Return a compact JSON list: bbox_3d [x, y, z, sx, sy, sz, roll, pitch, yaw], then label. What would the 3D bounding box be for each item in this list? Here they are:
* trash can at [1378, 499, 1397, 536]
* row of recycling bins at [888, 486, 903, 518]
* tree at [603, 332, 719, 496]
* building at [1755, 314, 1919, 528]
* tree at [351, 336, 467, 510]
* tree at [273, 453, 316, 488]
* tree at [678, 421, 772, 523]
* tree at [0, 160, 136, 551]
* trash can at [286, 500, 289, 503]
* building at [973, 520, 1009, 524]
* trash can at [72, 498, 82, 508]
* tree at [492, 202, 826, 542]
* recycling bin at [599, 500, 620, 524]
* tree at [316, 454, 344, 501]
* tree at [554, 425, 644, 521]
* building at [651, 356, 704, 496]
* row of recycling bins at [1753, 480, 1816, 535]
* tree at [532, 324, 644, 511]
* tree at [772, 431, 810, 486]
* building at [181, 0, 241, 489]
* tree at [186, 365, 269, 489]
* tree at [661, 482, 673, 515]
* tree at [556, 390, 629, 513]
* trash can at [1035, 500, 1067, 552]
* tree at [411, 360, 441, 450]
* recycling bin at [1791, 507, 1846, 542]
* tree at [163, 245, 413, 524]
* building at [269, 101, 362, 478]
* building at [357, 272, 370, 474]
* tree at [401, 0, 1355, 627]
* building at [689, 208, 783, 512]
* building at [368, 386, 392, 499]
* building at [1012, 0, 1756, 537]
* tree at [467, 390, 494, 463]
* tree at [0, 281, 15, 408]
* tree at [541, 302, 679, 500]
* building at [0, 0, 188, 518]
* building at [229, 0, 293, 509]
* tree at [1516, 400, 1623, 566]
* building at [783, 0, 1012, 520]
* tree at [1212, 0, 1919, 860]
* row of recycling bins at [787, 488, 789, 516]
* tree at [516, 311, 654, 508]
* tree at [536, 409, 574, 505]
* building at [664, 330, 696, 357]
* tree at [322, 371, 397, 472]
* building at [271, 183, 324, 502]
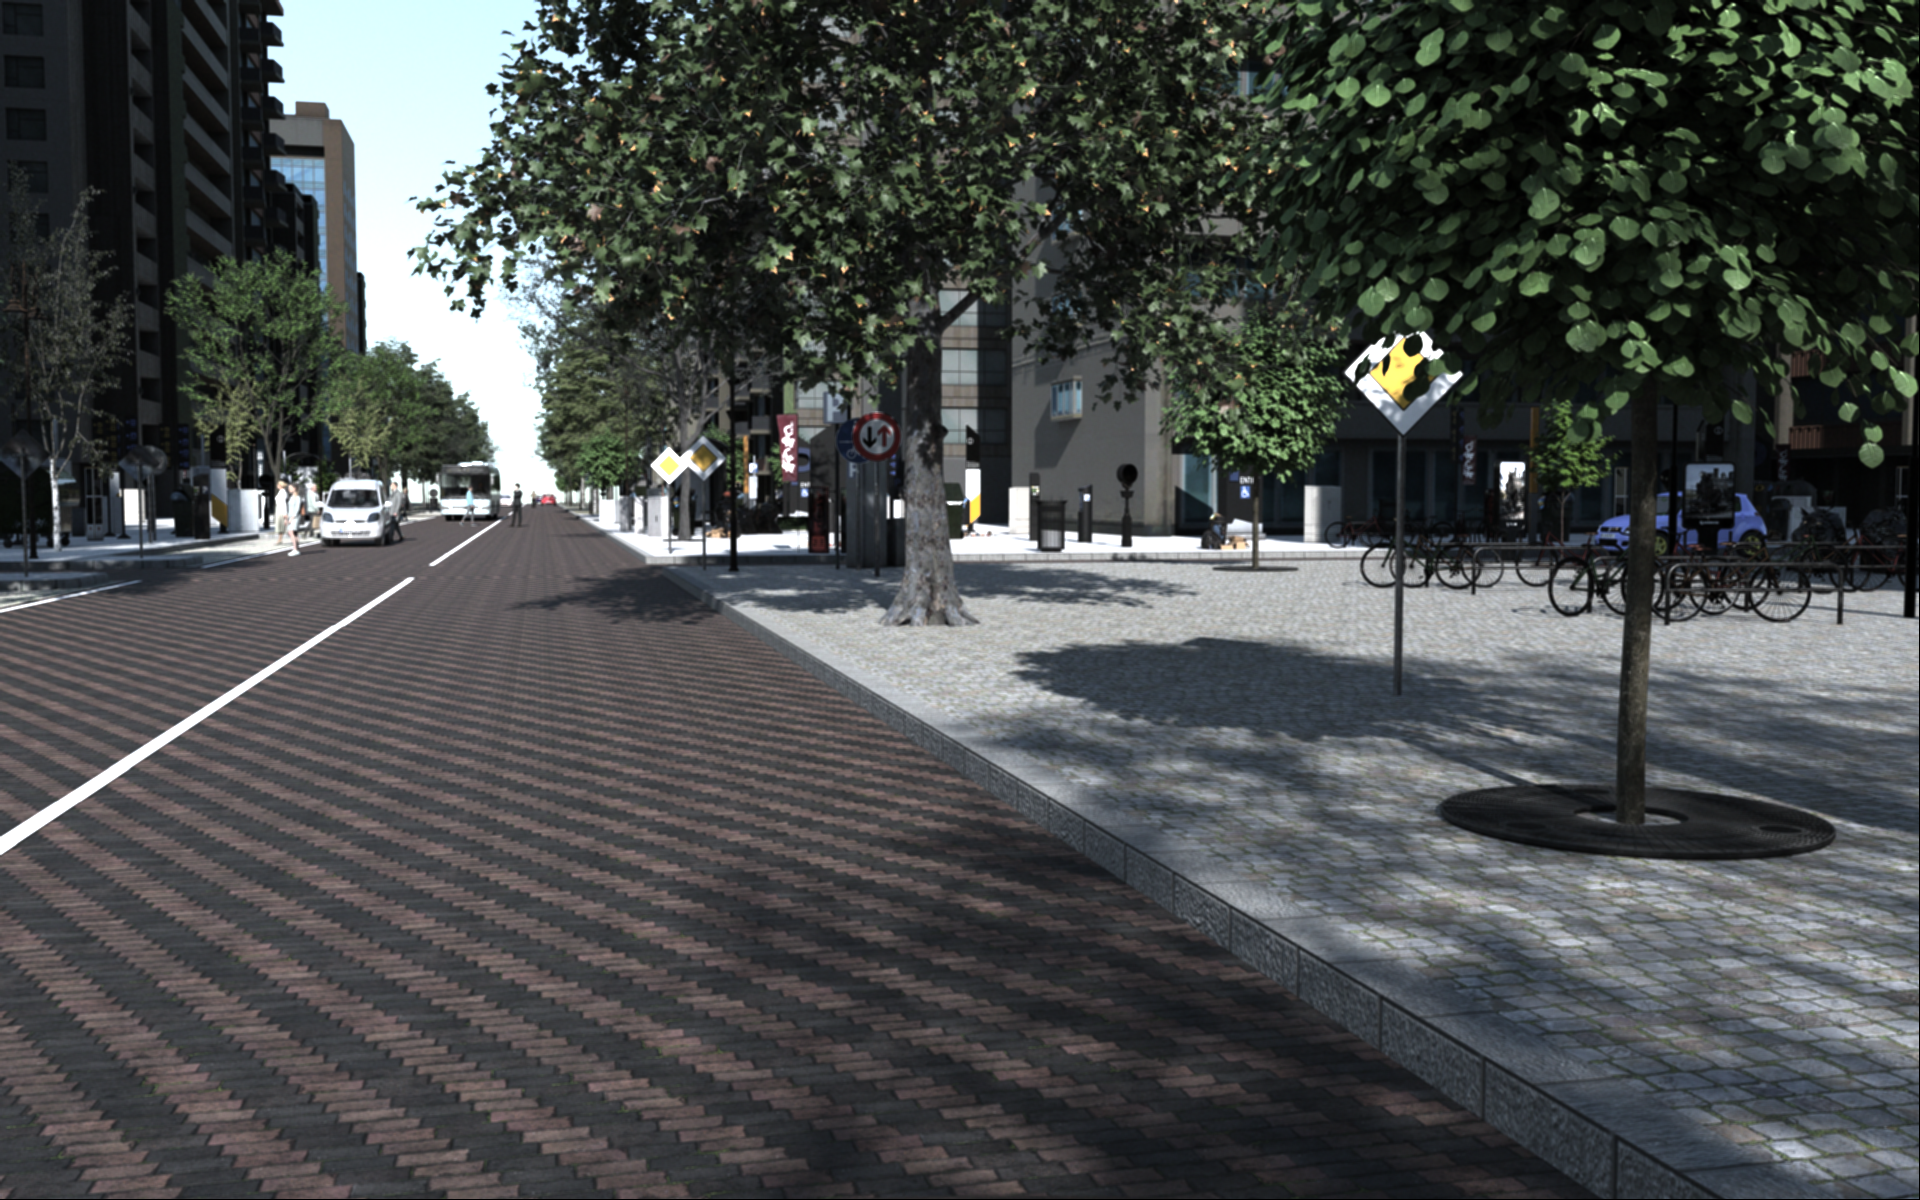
[{"bbox_3d":[13.094,-2.518,52.817,0.748,1.137,0.748,0,3,0],"label":"trash can"},{"bbox_3d":[-2.980,-5.194,92.039,1.069,1.692,3.534,1,4,19],"label":"row of recycling bins"},{"bbox_3d":[-9.723,-6.539,57.275,4.360,8.622,3.978,0,3,0],"label":"tree"},{"bbox_3d":[46.037,-25.329,68.753,28.867,44.769,22.147,-1,4,-14],"label":"building"},{"bbox_3d":[-44.392,-14.172,138.368,9.857,13.997,8.962,0,3,0],"label":"tree"},{"bbox_3d":[-31.277,-5.288,81.053,1.663,3.219,1.824,0,3,0],"label":"tree"},{"bbox_3d":[-11.084,-5.789,78.363,4.285,4.588,4.351,0,3,0],"label":"tree"},{"bbox_3d":[-20.204,-5.387,38.433,4.360,8.622,3.978,0,3,0],"label":"tree"},{"bbox_3d":[-29.412,-3.952,76.261,0.748,1.137,0.748,0,3,0],"label":"trash can"},{"bbox_3d":[4.216,-24.341,81.575,14.154,41.232,14.086,-1,4,-14],"label":"building"},{"bbox_3d":[-36.422,-3.636,71.103,0.748,1.137,0.748,0,3,0],"label":"trash can"},{"bbox_3d":[-7.371,-8.348,46.853,12.009,13.543,11.850,0,3,0],"label":"tree"},{"bbox_3d":[-15.042,-3.790,74.526,0.722,1.027,0.722,1,4,16],"label":"recycling bin"},{"bbox_3d":[-30.567,-5.428,83.357,1.663,3.219,1.824,0,3,0],"label":"tree"},{"bbox_3d":[-16.742,-6.009,81.966,4.285,4.588,4.351,0,3,0],"label":"tree"},{"bbox_3d":[-27.488,-23.789,233.982,27.650,21.520,28.899,-1,4,-14],"label":"building"},{"bbox_3d":[25.595,-2.854,53.779,1.069,1.692,3.534,0,4,7],"label":"row of recycling bins"},{"bbox_3d":[-27.415,-13.689,130.466,9.857,13.997,8.962,0,3,0],"label":"tree"},{"bbox_3d":[-8.582,-6.569,91.125,4.285,4.588,4.351,0,3,0],"label":"tree"},{"bbox_3d":[-60.159,-29.856,111.847,21.300,48.544,21.600,-1,4,-14],"label":"building"},{"bbox_3d":[-40.080,-8.879,95.536,4.737,8.622,4.395,0,3,0],"label":"tree"},{"bbox_3d":[-17.053,-6.761,105.136,1.663,3.219,1.824,0,3,0],"label":"tree"},{"bbox_3d":[-24.005,-10.059,114.834,4.737,8.622,4.395,0,3,0],"label":"tree"},{"bbox_3d":[2.018,-1.632,38.343,0.748,1.137,0.748,0,3,0],"label":"trash can"},{"bbox_3d":[-40.786,-12.012,122.147,9.928,11.665,9.643,0,3,0],"label":"tree"},{"bbox_3d":[17.014,-1.332,34.338,0.722,1.027,0.722,-2,4,-26],"label":"recycling bin"},{"bbox_3d":[-29.236,-9.042,73.585,9.928,11.665,9.643,0,3,0],"label":"tree"},{"bbox_3d":[-77.834,-33.695,201.016,14.600,45.320,14.200,-1,4,-14],"label":"building"},{"bbox_3d":[-81.586,-27.119,215.098,14.160,30.474,14.107,-1,4,-14],"label":"building"},{"bbox_3d":[-0.436,-6.102,16.780,9.611,12.733,9.660,0,3,0],"label":"tree"},{"bbox_3d":[-14.075,-31.146,163.857,22.147,44.769,28.867,-1,4,-14],"label":"building"},{"bbox_3d":[-92.968,-23.848,234.948,27.650,21.520,28.899,-1,4,-14],"label":"building"},{"bbox_3d":[13.204,-26.870,63.033,21.600,48.544,21.300,-1,4,-14],"label":"building"},{"bbox_3d":[-54.354,-16.813,181.543,9.857,13.997,8.962,0,3,0],"label":"tree"},{"bbox_3d":[-15.360,-6.218,18.673,9.611,12.733,9.660,0,3,0],"label":"tree"},{"bbox_3d":[-17.952,-10.534,90.353,7.486,12.596,7.792,0,3,0],"label":"tree"},{"bbox_3d":[-49.314,-19.524,90.923,14.160,30.474,14.107,-1,4,-14],"label":"building"},{"bbox_3d":[-65.749,-29.481,136.639,22.147,44.769,28.867,-1,4,-14],"label":"building"},{"bbox_3d":[10.376,-2.151,29.775,1.663,3.219,1.824,0,3,0],"label":"tree"},{"bbox_3d":[-3.747,-25.611,102.333,14.154,41.232,14.086,-1,4,-14],"label":"building"},{"bbox_3d":[2.625,-1.396,6.547,4.285,4.588,4.351,0,3,0],"label":"tree"},{"bbox_3d":[-6.214,-4.315,77.667,3.534,1.692,1.069,2,4,25],"label":"row of recycling bins"},{"bbox_3d":[-33.588,-18.310,155.264,12.611,20.169,13.585,0,3,0],"label":"tree"},{"bbox_3d":[-44.584,-16.617,197.444,9.928,11.665,9.643,0,3,0],"label":"tree"},{"bbox_3d":[-31.593,-34.722,259.578,32.217,40.220,23.993,-1,4,-14],"label":"building"},{"bbox_3d":[-36.469,-9.428,104.518,4.737,8.622,4.395,0,3,0],"label":"tree"},{"bbox_3d":[-66.787,-23.681,158.890,14.160,30.474,14.107,-1,4,-14],"label":"building"}]
